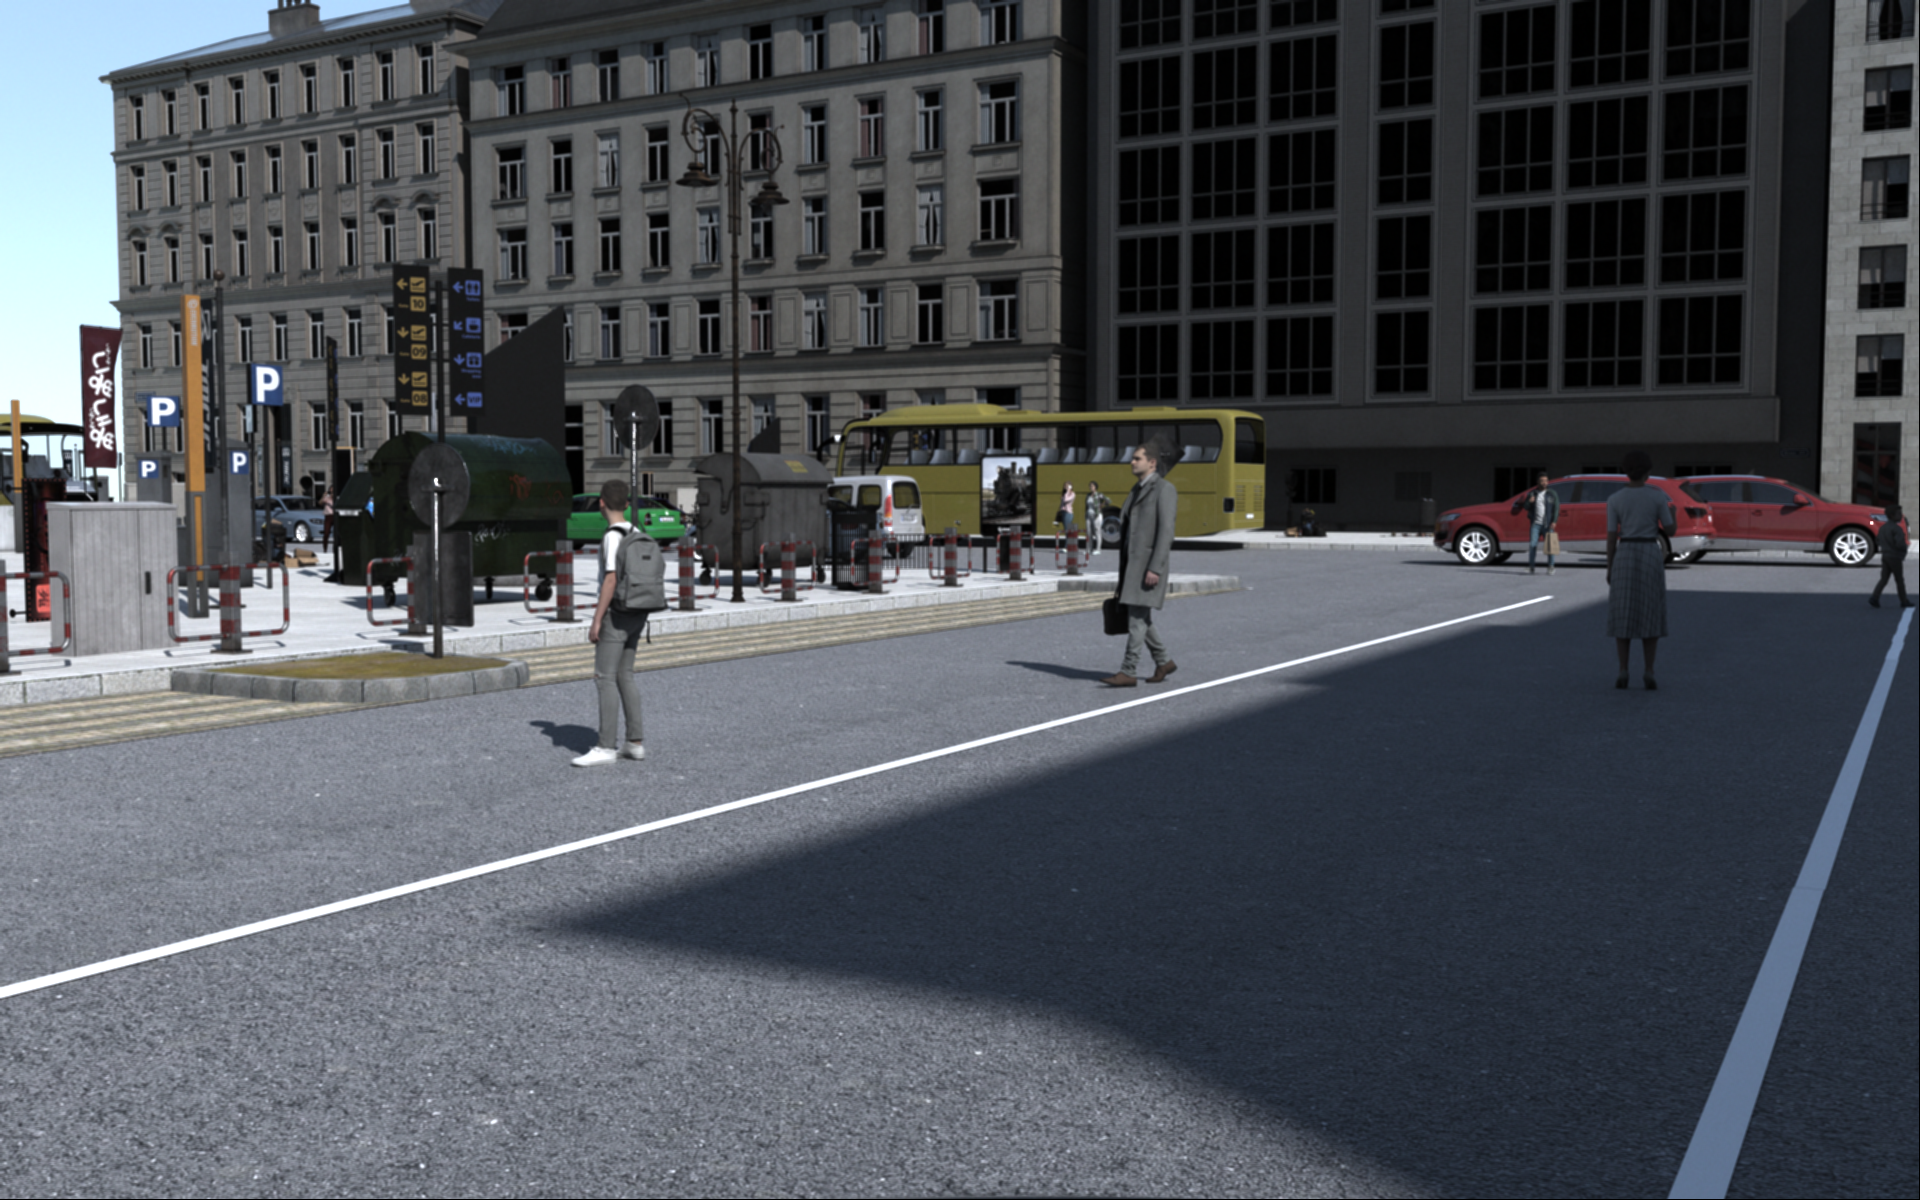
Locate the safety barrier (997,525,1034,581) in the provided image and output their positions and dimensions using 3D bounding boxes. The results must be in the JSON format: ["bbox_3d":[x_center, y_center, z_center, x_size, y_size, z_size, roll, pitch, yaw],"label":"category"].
[{"bbox_3d":[0.821,-0.694,25.623,0.300,0.817,1.120,2,4,30],"label":"safety barrier"}]

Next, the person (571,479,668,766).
[{"bbox_3d":[-1.841,0.110,9.291,0.523,1.515,0.503,-1,4,-16],"label":"person"}]

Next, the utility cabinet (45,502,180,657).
[{"bbox_3d":[-6.872,-0.180,14.108,0.306,1.237,1.020,2,4,24],"label":"utility cabinet"}]

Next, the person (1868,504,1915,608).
[{"bbox_3d":[11.735,-0.554,21.833,0.640,1.303,0.475,-1,4,-19],"label":"person"}]

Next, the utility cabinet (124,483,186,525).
[{"bbox_3d":[-15.866,-1.567,34.293,1.173,1.500,0.318,-3,5,-40],"label":"utility cabinet"}]

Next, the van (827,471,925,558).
[{"bbox_3d":[-2.860,-1.949,38.885,4.112,2.044,2.013,2,4,29],"label":"van"}]

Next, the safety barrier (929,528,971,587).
[{"bbox_3d":[-0.129,-0.592,23.957,0.300,0.817,1.120,2,4,30],"label":"safety barrier"}]

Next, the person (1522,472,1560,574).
[{"bbox_3d":[10.373,-1.362,30.746,0.713,1.824,0.794,-3,5,-41],"label":"person"}]

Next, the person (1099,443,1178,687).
[{"bbox_3d":[1.344,-0.268,12.982,0.767,1.812,0.694,-1,4,-22],"label":"person"}]

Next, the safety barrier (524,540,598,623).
[{"bbox_3d":[-3.946,-0.185,17.292,0.300,0.817,1.120,2,4,30],"label":"safety barrier"}]

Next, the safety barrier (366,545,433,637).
[{"bbox_3d":[-4.902,-0.083,15.625,0.300,0.817,1.120,2,4,30],"label":"safety barrier"}]

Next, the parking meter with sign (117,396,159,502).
[{"bbox_3d":[-14.008,-2.067,30.049,0.543,3.016,1.738,-1,4,-10],"label":"parking meter with sign"}]

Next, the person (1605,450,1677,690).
[{"bbox_3d":[5.019,-0.226,12.764,0.480,1.755,0.524,2,4,24],"label":"person"}]

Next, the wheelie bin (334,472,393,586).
[{"bbox_3d":[-8.342,-1.007,24.367,0.980,1.594,0.693,2,4,35],"label":"wheelie bin"}]

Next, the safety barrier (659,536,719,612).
[{"bbox_3d":[-2.993,-0.286,18.957,0.300,0.817,1.120,2,4,30],"label":"safety barrier"}]

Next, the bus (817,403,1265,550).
[{"bbox_3d":[2.008,-3.386,46.906,12.252,3.916,2.896,2,4,29],"label":"bus"}]

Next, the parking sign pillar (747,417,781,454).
[{"bbox_3d":[-6.858,-4.392,60.285,1.447,3.967,1.447,3,5,41],"label":"parking sign pillar"}]

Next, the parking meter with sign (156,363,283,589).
[{"bbox_3d":[-10.102,-1.680,23.732,1.738,3.016,0.543,2,4,25],"label":"parking meter with sign"}]

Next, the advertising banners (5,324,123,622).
[{"bbox_3d":[-9.249,-1.299,17.427,0.090,3.025,2.074,2,4,24],"label":"advertising banners"}]

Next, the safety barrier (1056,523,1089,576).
[{"bbox_3d":[1.772,-0.796,27.287,0.300,0.817,1.120,2,4,30],"label":"safety barrier"}]

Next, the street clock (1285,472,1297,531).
[{"bbox_3d":[10.755,-3.165,56.324,0.358,2.002,0.471,2,4,35],"label":"street clock"}]

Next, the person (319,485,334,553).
[{"bbox_3d":[-14.621,-1.856,40.302,0.517,1.644,0.566,2,4,25],"label":"person"}]

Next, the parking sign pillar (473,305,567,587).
[{"bbox_3d":[-6.275,-2.205,24.522,1.447,3.967,1.447,-2,4,-34],"label":"parking sign pillar"}]

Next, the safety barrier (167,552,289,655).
[{"bbox_3d":[-5.874,0.021,13.940,0.300,0.817,1.120,2,4,30],"label":"safety barrier"}]

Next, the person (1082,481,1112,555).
[{"bbox_3d":[3.192,-1.946,41.046,0.376,1.734,0.841,-2,4,-35],"label":"person"}]

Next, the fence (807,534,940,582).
[{"bbox_3d":[-1.244,-0.637,25.789,2.069,0.683,0.278,-1,4,-19],"label":"fence"}]

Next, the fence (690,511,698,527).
[{"bbox_3d":[-8.717,-2.876,62.404,2.069,0.683,0.278,-1,4,-11],"label":"fence"}]

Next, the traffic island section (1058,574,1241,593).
[{"bbox_3d":[3.009,-0.249,26.345,2.009,0.180,2.903,2,4,30],"label":"traffic island section"}]

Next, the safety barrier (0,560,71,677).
[{"bbox_3d":[-6.832,0.123,12.266,0.300,0.817,1.120,2,4,30],"label":"safety barrier"}]

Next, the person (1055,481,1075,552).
[{"bbox_3d":[2.686,-2.052,42.647,0.643,1.750,0.593,-1,4,-23],"label":"person"}]

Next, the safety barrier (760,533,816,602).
[{"bbox_3d":[-2.043,-0.388,20.623,0.300,0.817,1.120,2,4,30],"label":"safety barrier"}]

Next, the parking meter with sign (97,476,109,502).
[{"bbox_3d":[-35.916,-4.645,72.214,1.738,3.016,0.543,-3,4,-37],"label":"parking meter with sign"}]

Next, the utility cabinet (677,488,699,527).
[{"bbox_3d":[-10.177,-3.504,65.974,1.173,1.500,0.318,-1,4,-11],"label":"utility cabinet"}]

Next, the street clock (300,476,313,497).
[{"bbox_3d":[-26.094,-3.952,69.190,0.471,2.002,0.358,-2,4,-31],"label":"street clock"}]

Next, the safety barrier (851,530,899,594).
[{"bbox_3d":[-1.088,-0.490,22.288,0.300,0.817,1.120,2,4,30],"label":"safety barrier"}]

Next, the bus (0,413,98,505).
[{"bbox_3d":[-31.894,-3.858,54.626,12.252,3.916,2.896,2,4,28],"label":"bus"}]
